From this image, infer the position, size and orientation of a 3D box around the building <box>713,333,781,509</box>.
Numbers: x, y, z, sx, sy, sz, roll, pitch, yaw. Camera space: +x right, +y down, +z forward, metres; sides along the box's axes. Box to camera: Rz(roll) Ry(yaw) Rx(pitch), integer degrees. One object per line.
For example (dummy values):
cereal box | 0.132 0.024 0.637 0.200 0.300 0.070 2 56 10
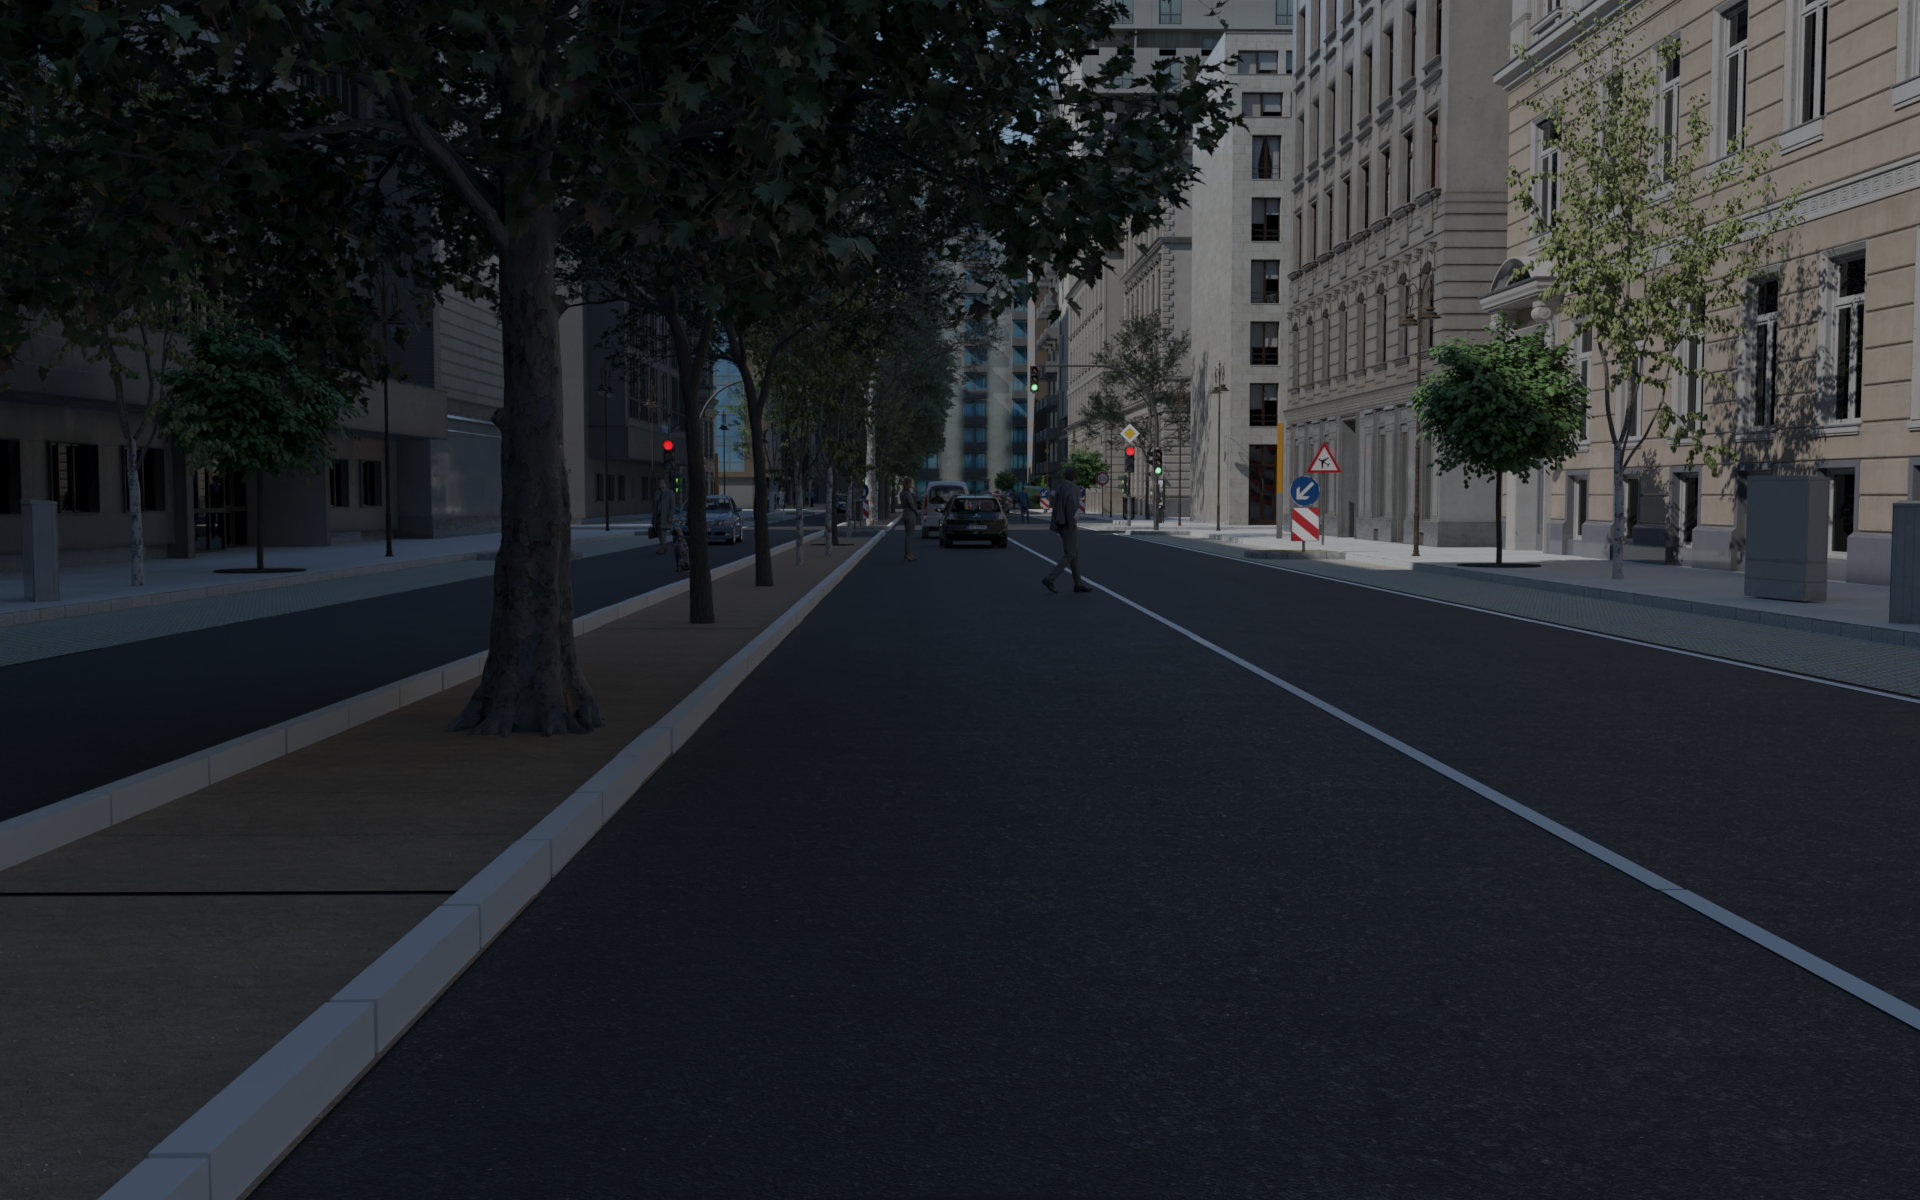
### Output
building | -23.155 -30.582 150.119 14.600 45.320 14.200 0 4 -1

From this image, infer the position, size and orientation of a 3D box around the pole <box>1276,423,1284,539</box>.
pole | 9.195 -3.421 49.771 0.158 3.312 0.155 0 3 0

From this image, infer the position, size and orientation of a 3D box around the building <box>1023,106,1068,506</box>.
building | 19.951 -34.801 188.601 23.786 49.044 30.456 0 4 -1

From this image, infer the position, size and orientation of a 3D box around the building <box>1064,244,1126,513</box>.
building | 16.470 -18.088 129.028 16.112 22.955 30.059 0 4 -1

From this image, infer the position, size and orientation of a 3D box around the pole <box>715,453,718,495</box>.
pole | -12.146 -5.665 86.459 0.158 3.312 0.155 0 3 0

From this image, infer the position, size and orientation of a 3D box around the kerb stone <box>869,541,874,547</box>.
kerb stone | -2.368 -1.388 44.881 0.120 0.150 1.000 0 4 -1

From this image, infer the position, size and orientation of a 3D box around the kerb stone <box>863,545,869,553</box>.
kerb stone | -2.290 -1.136 40.776 0.120 0.150 1.000 0 4 -1

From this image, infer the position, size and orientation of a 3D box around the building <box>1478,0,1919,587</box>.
building | 18.923 -14.923 29.902 13.634 28.700 20.117 0 4 -1

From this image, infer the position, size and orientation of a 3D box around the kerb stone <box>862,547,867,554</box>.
kerb stone | -2.275 -1.071 39.755 0.120 0.150 1.000 0 4 -1

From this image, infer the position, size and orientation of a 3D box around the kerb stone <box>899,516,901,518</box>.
kerb stone | -3.357 -4.303 92.554 0.120 0.150 1.000 0 4 -1

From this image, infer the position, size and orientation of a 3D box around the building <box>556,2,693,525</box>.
building | -21.187 -17.666 82.351 14.314 27.812 24.014 0 4 -1

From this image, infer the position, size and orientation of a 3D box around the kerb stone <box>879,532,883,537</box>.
kerb stone | -2.561 -1.950 54.104 0.120 0.150 1.000 0 4 -1

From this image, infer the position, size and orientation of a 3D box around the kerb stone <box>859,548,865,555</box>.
kerb stone | -2.248 -1.010 38.733 0.120 0.150 1.000 0 4 -1

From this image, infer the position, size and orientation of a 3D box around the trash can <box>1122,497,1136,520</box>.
trash can | 8.383 -4.548 86.018 0.748 1.137 0.748 0 3 0

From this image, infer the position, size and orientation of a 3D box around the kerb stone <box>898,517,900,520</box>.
kerb stone | -3.278 -4.049 88.459 0.120 0.150 1.000 0 4 -1

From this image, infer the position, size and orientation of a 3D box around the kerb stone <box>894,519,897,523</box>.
kerb stone | -3.076 -3.489 79.233 0.120 0.150 1.000 0 4 -1

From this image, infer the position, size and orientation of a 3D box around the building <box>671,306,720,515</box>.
building | -23.028 -17.899 111.729 14.460 24.649 34.723 0 4 -1

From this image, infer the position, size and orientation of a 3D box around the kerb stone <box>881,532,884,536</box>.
kerb stone | -2.584 -2.014 55.129 0.120 0.150 1.000 0 4 -1

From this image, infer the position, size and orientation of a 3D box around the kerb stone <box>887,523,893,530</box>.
kerb stone | -2.891 -2.921 70.016 0.120 0.150 1.000 0 4 -1

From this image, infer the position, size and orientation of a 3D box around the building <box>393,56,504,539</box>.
building | -24.032 -12.482 53.230 18.267 20.994 9.793 0 4 -1

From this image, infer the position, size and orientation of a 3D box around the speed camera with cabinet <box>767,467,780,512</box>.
speed camera with cabinet | -13.539 -8.017 125.406 0.660 3.252 2.038 0 4 6

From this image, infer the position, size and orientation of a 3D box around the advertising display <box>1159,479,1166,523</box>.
advertising display | 8.764 -4.327 75.956 0.123 1.923 0.974 -1 4 -16

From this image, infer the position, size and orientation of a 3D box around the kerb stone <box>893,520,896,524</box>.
kerb stone | -3.038 -3.363 77.186 0.120 0.150 1.000 0 4 -1

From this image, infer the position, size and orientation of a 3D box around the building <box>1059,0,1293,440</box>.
building | 23.515 -34.861 159.216 28.713 52.752 27.495 0 4 -1

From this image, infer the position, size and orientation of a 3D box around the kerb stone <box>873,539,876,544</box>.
kerb stone | -2.416 -1.509 46.925 0.120 0.150 1.000 0 4 -1

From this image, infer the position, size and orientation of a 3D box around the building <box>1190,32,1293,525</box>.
building | 19.269 -13.496 75.408 16.860 20.320 10.420 0 4 -1

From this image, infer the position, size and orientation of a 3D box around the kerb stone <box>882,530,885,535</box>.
kerb stone | -2.635 -2.138 57.182 0.120 0.150 1.000 0 4 -1

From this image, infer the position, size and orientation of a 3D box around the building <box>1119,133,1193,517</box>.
building | 15.734 -16.829 104.038 11.050 23.489 19.941 0 4 -1

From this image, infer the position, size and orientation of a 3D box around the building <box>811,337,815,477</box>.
building | -24.748 -32.169 209.555 14.086 41.232 14.154 0 4 -1

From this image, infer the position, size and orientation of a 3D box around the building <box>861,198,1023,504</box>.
building | 1.758 -37.999 240.896 30.456 49.044 23.786 0 4 -1

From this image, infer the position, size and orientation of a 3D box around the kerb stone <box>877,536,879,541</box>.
kerb stone | -2.478 -1.701 50.001 0.120 0.150 1.000 0 4 -1

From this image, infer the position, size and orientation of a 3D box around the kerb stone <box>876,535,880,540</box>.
kerb stone | -2.503 -1.764 51.031 0.120 0.150 1.000 0 4 -1

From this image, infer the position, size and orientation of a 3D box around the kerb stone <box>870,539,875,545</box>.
kerb stone | -2.396 -1.450 45.903 0.120 0.150 1.000 0 4 -1

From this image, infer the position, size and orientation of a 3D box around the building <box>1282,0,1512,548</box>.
building | 15.943 -12.278 49.899 9.793 20.994 18.267 0 4 -1

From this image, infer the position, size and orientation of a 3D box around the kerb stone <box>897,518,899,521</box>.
kerb stone | -3.184 -3.801 84.360 0.120 0.150 1.000 0 4 -1

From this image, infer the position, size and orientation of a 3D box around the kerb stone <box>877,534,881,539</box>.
kerb stone | -2.523 -1.826 52.058 0.120 0.150 1.000 0 4 -1

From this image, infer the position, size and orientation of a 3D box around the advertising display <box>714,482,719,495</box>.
advertising display | -12.676 -5.198 90.193 0.123 1.923 0.974 0 4 0

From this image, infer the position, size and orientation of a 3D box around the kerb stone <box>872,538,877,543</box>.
kerb stone | -2.432 -1.572 47.950 0.120 0.150 1.000 0 4 -1

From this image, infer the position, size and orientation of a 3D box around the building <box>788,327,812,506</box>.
building | -24.196 -25.859 194.489 14.160 30.474 14.107 0 4 -1

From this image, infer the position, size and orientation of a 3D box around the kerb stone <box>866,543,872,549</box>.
kerb stone | -2.320 -1.263 42.837 0.120 0.150 1.000 0 4 -1

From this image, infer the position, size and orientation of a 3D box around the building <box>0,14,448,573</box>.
building | -21.046 -13.097 33.196 14.314 24.678 30.058 0 4 -1

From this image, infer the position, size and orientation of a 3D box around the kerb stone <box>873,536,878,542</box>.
kerb stone | -2.452 -1.638 48.972 0.120 0.150 1.000 0 4 -1

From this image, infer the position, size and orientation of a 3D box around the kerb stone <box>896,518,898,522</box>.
kerb stone | -3.165 -3.735 83.338 0.120 0.150 1.000 0 4 -1

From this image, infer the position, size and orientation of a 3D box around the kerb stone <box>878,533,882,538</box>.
kerb stone | -2.549 -1.889 53.082 0.120 0.150 1.000 0 4 -1

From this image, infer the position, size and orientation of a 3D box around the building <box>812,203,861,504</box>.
building | -27.531 -42.576 238.122 28.212 58.520 21.231 0 4 -1

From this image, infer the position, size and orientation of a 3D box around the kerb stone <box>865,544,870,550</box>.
kerb stone | -2.304 -1.200 41.808 0.120 0.150 1.000 0 4 -1

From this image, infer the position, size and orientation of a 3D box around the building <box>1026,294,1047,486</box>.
building | 15.558 -34.300 210.915 14.600 45.320 14.200 0 4 -1

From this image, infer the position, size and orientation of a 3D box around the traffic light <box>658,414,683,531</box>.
traffic light | -10.157 -4.390 60.691 0.839 4.253 0.868 0 4 -1

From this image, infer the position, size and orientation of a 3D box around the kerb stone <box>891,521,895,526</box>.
kerb stone | -2.997 -3.238 75.134 0.120 0.150 1.000 0 4 -1

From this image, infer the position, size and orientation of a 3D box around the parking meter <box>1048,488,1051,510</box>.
parking meter | 7.045 -8.141 138.813 0.399 1.863 0.255 1 4 9

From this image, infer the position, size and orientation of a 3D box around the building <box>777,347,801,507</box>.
building | -27.548 -31.676 172.532 22.147 44.769 28.867 0 4 -1
